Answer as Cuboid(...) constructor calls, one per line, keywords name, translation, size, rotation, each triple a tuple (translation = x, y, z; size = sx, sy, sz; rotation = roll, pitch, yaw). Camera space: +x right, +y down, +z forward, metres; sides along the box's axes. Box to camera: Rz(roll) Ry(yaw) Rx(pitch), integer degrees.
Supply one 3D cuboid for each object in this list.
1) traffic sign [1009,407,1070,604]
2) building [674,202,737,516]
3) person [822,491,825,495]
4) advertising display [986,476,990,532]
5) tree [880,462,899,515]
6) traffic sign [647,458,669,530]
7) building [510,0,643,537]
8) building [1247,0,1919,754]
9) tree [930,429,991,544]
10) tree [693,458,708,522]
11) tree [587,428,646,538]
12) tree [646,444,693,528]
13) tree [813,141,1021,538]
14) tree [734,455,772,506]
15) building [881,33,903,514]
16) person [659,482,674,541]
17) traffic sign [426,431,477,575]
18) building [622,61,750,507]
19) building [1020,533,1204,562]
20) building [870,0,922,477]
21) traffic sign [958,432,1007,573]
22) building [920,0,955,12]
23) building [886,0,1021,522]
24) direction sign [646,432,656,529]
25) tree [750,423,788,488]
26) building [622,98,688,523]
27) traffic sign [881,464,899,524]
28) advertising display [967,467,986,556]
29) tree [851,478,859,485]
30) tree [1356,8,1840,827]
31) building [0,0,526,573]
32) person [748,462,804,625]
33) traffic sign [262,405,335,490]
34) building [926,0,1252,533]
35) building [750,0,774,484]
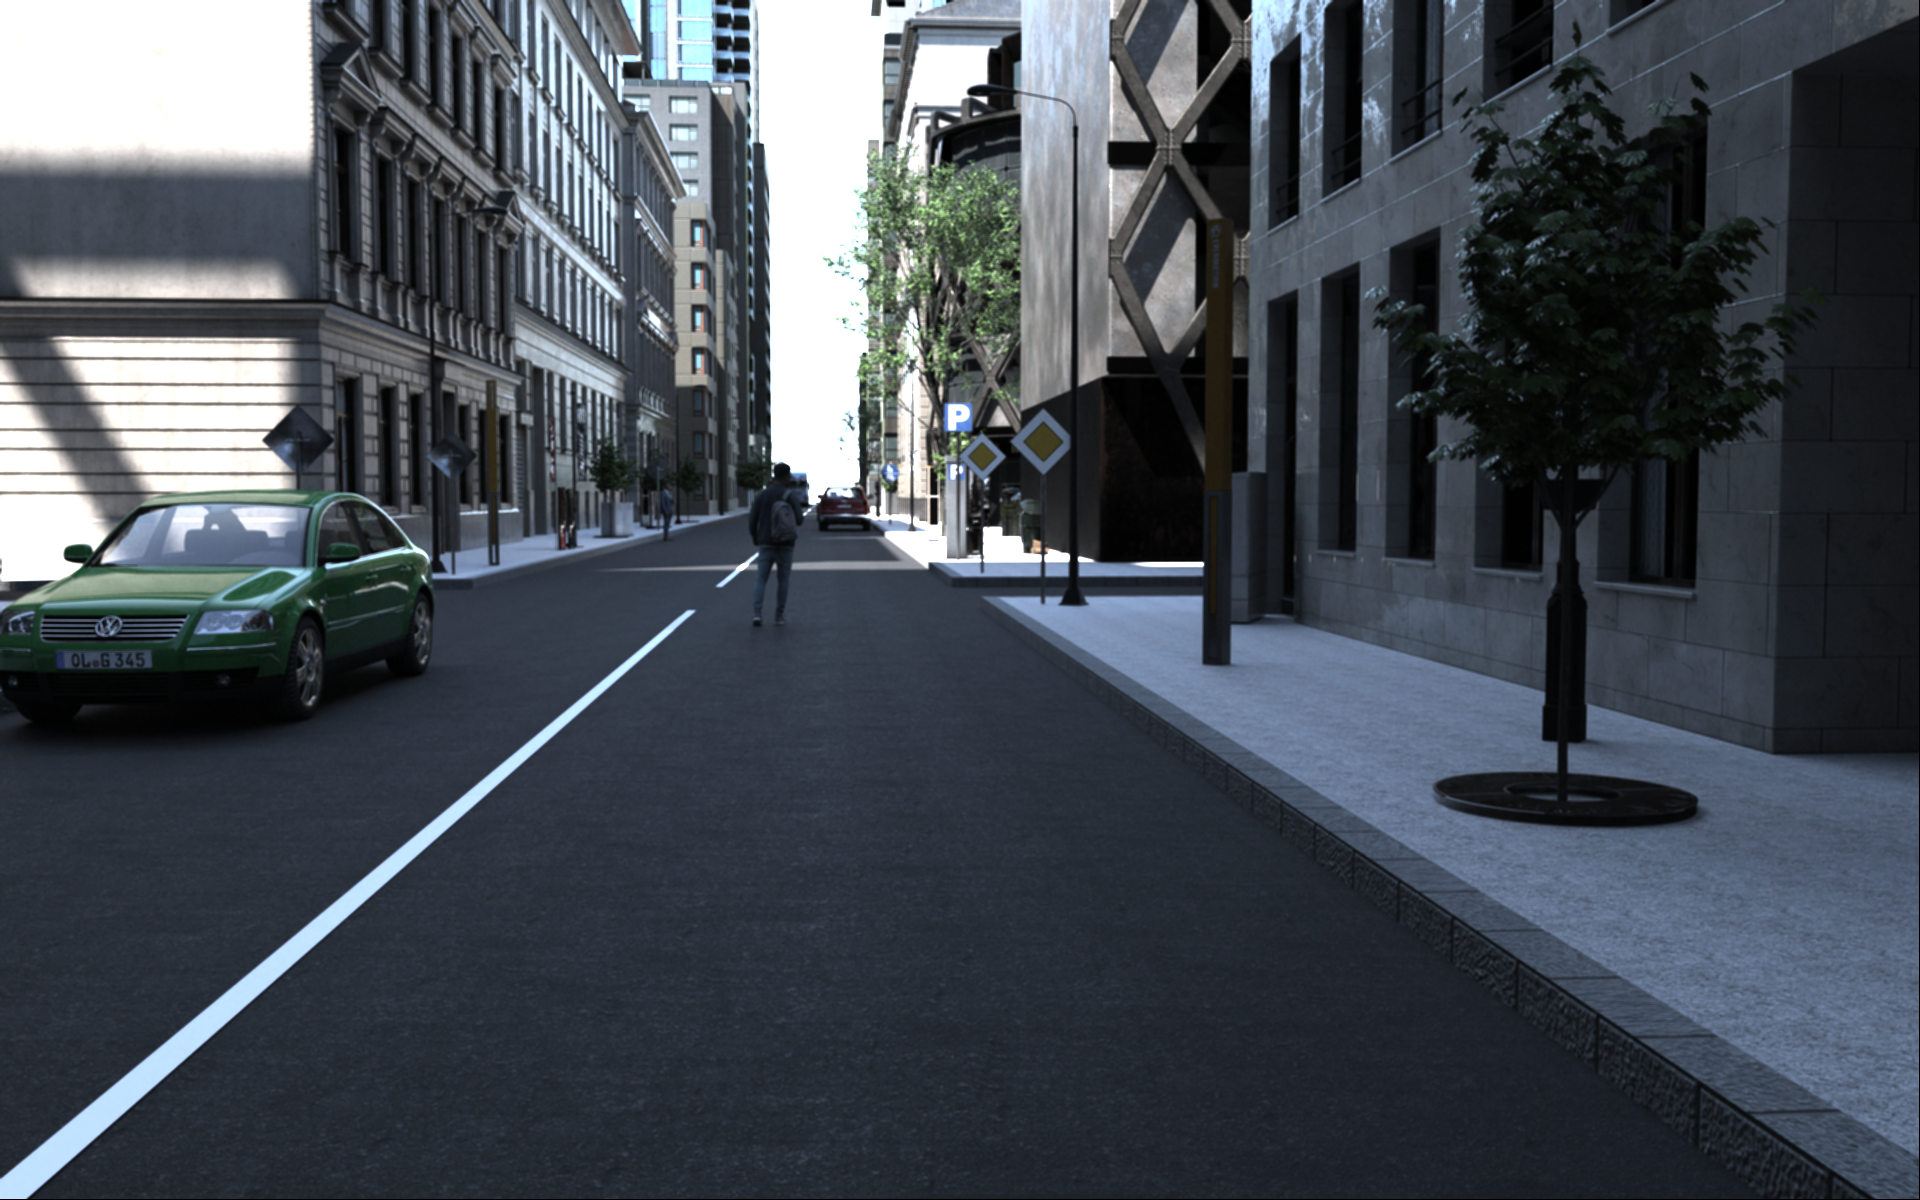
Cuboid(name="traffic sign", translation=(0.965, -1.011, 20.170), size=(0.795, 2.450, 0.064), rotation=(0, 4, -4))
Cuboid(name="building", translation=(-29.888, -16.587, 116.243), size=(27.650, 21.520, 28.899), rotation=(0, 4, -4))
Cuboid(name="person", translation=(-16.176, -12.145, 207.037), size=(1.348, 1.831, 0.705), rotation=(0, 4, -1))
Cuboid(name="advertising display", translation=(0.531, -3.213, 57.743), size=(0.974, 1.923, 0.123), rotation=(-1, 4, -16))
Cuboid(name="tree", translation=(-4.221, -6.745, 104.884), size=(1.663, 3.219, 1.824), rotation=(0, 3, 0))
Cuboid(name="traffic sign", translation=(-10.754, -3.765, 61.667), size=(0.768, 2.556, 0.104), rotation=(0, 4, -1))
Cuboid(name="building", translation=(-20.814, -13.929, 61.027), size=(16.112, 22.955, 30.059), rotation=(0, 4, -4))
Cuboid(name="building", translation=(8.995, -9.537, 10.678), size=(10.420, 20.320, 16.860), rotation=(0, 4, -4))
Cuboid(name="tree", translation=(-0.026, -3.034, 44.209), size=(1.663, 3.219, 1.824), rotation=(0, 3, 0))
Cuboid(name="tree", translation=(-12.254, -5.150, 78.802), size=(1.663, 3.219, 1.824), rotation=(0, 3, 0))
Cuboid(name="tree", translation=(-10.238, -3.439, 50.834), size=(1.663, 3.219, 1.824), rotation=(0, 3, 0))
Cuboid(name="tree", translation=(-11.430, -4.377, 66.164), size=(1.663, 3.219, 1.824), rotation=(0, 3, 0))
Cuboid(name="tree", translation=(-0.505, -7.689, 51.476), size=(9.928, 11.665, 9.643), rotation=(0, 3, 0))
Cuboid(name="tree", translation=(-17.444, -9.894, 145.481), size=(4.285, 4.588, 4.351), rotation=(0, 3, 0))
Cuboid(name="building", translation=(1.838, -20.879, 113.079), size=(14.160, 30.474, 14.107), rotation=(0, 4, -4))
Cuboid(name="person", translation=(-9.058, -2.737, 53.439), size=(0.419, 1.800, 0.721), rotation=(0, 4, 5))
Cuboid(name="traffic sign", translation=(-8.062, -1.460, 27.514), size=(0.795, 2.450, 0.064), rotation=(0, 4, -4))
Cuboid(name="building", translation=(-27.676, -29.542, 166.609), size=(14.154, 41.232, 14.086), rotation=(0, 4, -4))
Cuboid(name="building", translation=(10.569, -10.410, 37.657), size=(16.811, 18.784, 16.820), rotation=(0, 4, -4))
Cuboid(name="building", translation=(6.208, -35.198, 164.732), size=(28.713, 52.752, 27.495), rotation=(0, 4, -4))
Cuboid(name="traffic sign", translation=(0.360, -1.498, 28.132), size=(0.795, 2.450, 0.064), rotation=(0, 4, -4))
Cuboid(name="building", translation=(5.745, -50.258, 134.389), size=(22.319, 86.520, 31.000), rotation=(0, 4, -4))
Cuboid(name="building", translation=(2.821, -17.936, 90.521), size=(12.463, 27.353, 25.104), rotation=(0, 4, -4))
Cuboid(name="direction sign", translation=(-11.302, -4.357, 63.240), size=(0.379, 3.537, 0.876), rotation=(-1, 4, -12))
Cuboid(name="tree", translation=(-19.781, -13.946, 178.383), size=(4.360, 8.622, 3.978), rotation=(0, 3, 0))
Cuboid(name="building", translation=(-20.252, -15.324, 86.711), size=(11.583, 22.565, 21.152), rotation=(0, 4, -4))
Cuboid(name="traffic sign", translation=(-2.945, -4.463, 73.073), size=(0.768, 2.556, 0.104), rotation=(0, 4, 4))
Cuboid(name="advertising display", translation=(0.279, -1.886, 36.047), size=(0.123, 1.923, 0.974), rotation=(1, 4, 19))
Cuboid(name="tree", translation=(-12.416, -12.894, 205.412), size=(1.663, 3.219, 1.824), rotation=(0, 3, 0))
Cuboid(name="tree", translation=(2.369, -0.760, 7.034), size=(1.663, 3.219, 1.824), rotation=(0, 3, 0))
Cuboid(name="building", translation=(-15.789, -10.528, 36.754), size=(10.561, 19.102, 19.286), rotation=(0, 4, -4))
Cuboid(name="person", translation=(-2.019, -0.623, 19.028), size=(0.623, 1.781, 0.721), rotation=(0, 4, -3))
Cuboid(name="traffic sign", translation=(-7.456, -0.973, 19.552), size=(0.795, 2.450, 0.064), rotation=(0, 4, -4))
Cuboid(name="building", translation=(6.975, -12.382, 69.890), size=(16.820, 18.784, 16.811), rotation=(0, 4, -4))
Cuboid(name="building", translation=(-36.596, -49.492, 247.445), size=(20.563, 71.187, 20.611), rotation=(0, 4, -4))
